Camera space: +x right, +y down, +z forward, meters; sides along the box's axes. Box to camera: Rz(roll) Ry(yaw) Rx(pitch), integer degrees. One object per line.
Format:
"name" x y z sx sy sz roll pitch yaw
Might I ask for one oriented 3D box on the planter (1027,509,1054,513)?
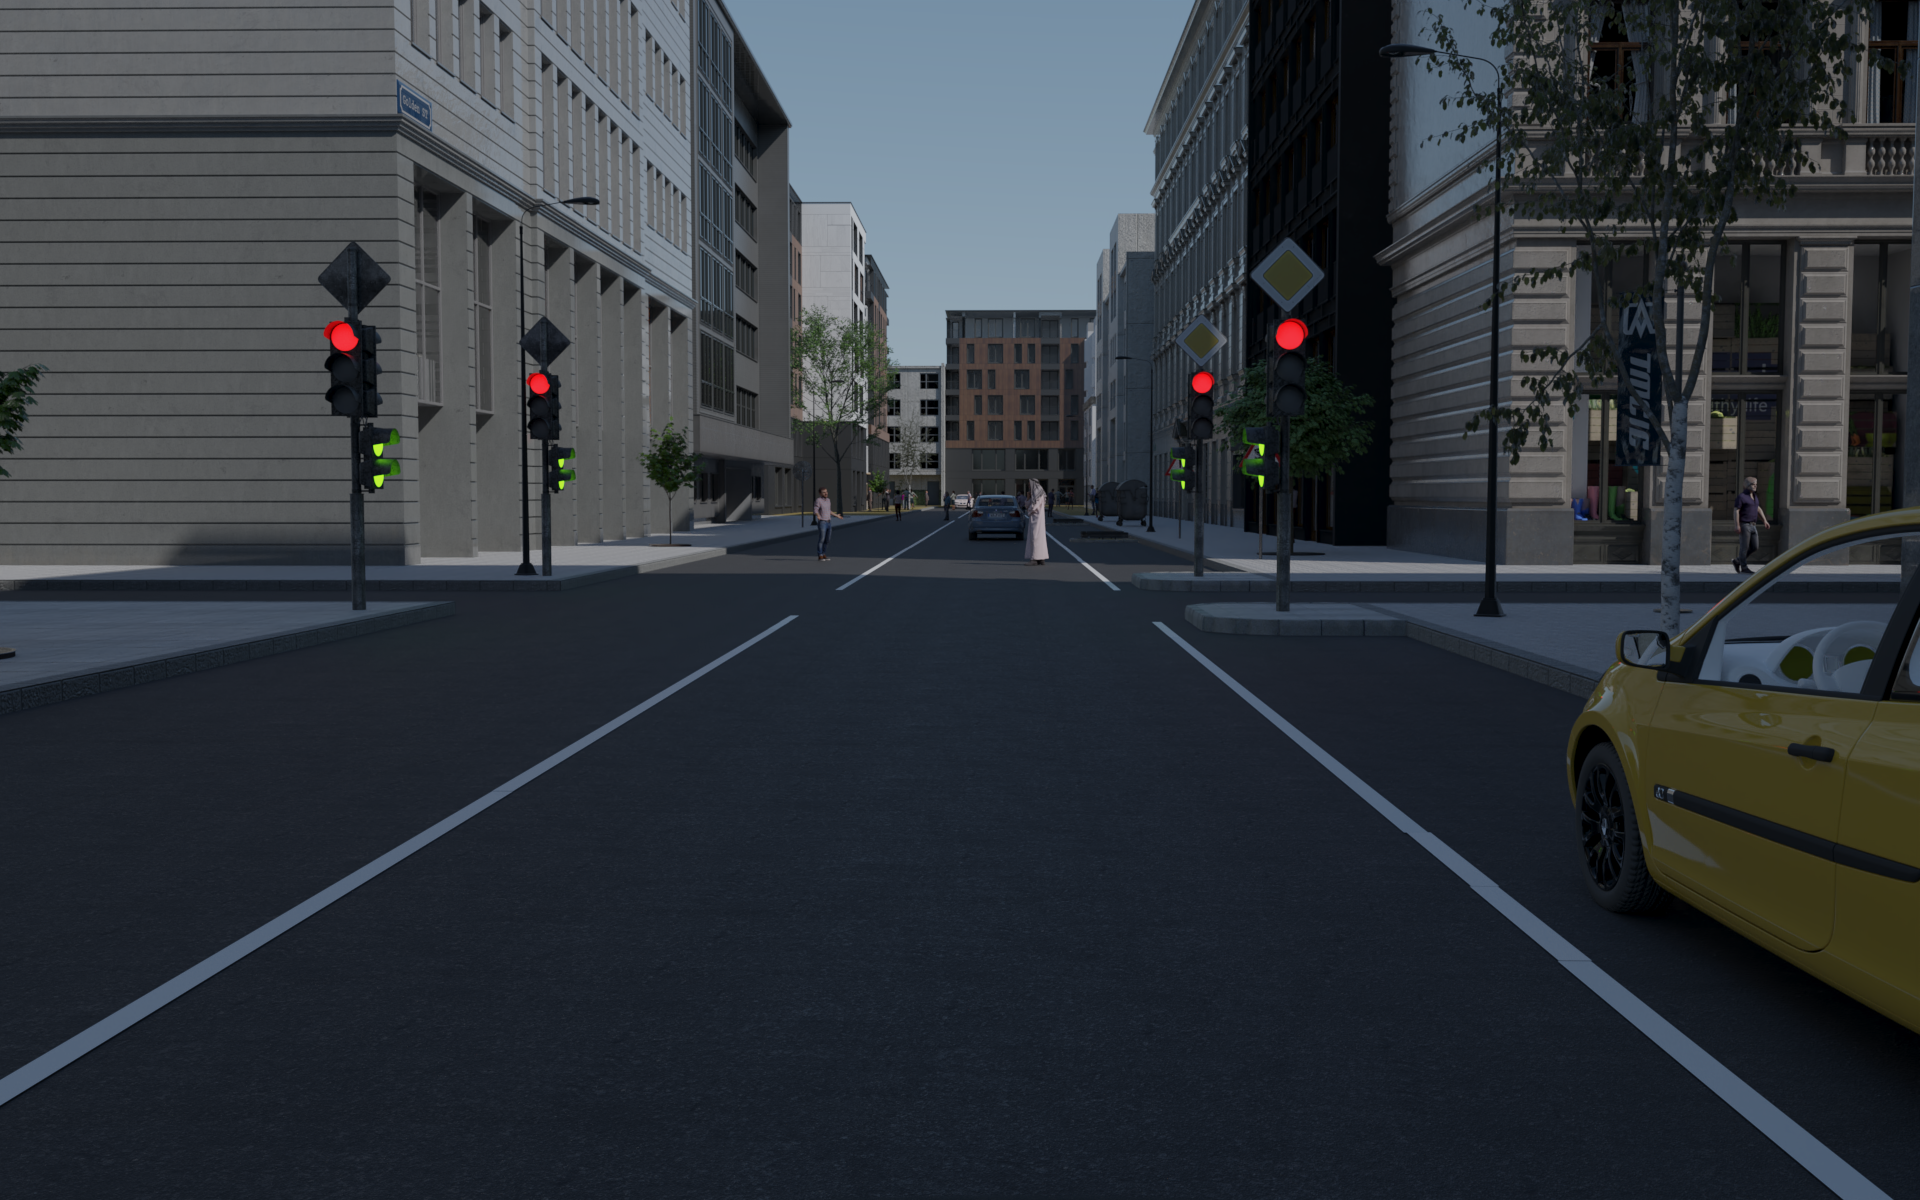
"planter" 6.003 -6.583 128.764 1.991 0.319 1.994 0 4 1

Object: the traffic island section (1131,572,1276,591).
"traffic island section" 3.737 -0.286 26.957 2.009 0.180 2.903 0 4 1

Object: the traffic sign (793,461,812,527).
"traffic sign" -6.061 -4.069 66.634 0.768 2.556 0.104 0 4 5

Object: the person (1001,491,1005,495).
"person" 2.141 -4.727 87.738 0.963 1.587 0.435 -3 4 -38

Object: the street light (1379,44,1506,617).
"street light" 5.027 -2.782 18.034 1.470 5.913 1.316 0 4 1

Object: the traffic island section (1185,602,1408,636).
"traffic island section" 3.559 0.202 18.974 2.009 0.180 2.903 0 4 1

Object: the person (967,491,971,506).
"person" 0.765 -9.043 157.283 0.436 1.711 0.756 -1 4 -10

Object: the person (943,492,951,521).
"person" -0.692 -5.069 93.589 0.429 1.552 0.499 0 4 3

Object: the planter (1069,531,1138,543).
"planter" 4.292 -1.889 52.031 1.991 0.319 1.994 0 4 1

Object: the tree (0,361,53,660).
"tree" -7.805 -1.147 13.361 1.663 3.219 1.824 0 3 0

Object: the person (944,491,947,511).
"person" -1.156 -8.245 144.245 0.436 1.711 0.756 0 4 5

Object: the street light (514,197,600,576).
"street light" -6.324 -3.344 27.223 1.470 5.913 1.316 0 4 1

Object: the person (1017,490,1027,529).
"person" 2.556 -3.758 71.899 0.963 1.587 0.435 -3 5 -41

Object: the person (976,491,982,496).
"person" 1.949 -9.989 172.617 0.742 1.727 0.445 -3 5 -44

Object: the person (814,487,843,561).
"person" -2.914 -1.635 37.197 0.435 1.587 0.963 2 4 25

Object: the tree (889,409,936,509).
"tree" -4.211 -12.014 146.793 4.360 8.622 3.978 0 3 0

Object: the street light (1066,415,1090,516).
"street light" 6.914 -7.903 101.758 1.470 5.913 1.316 0 4 1

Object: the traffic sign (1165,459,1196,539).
"traffic sign" 6.333 -3.048 49.835 0.884 2.594 0.081 0 4 8

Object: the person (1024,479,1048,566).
"person" 1.504 -1.571 34.862 0.621 1.740 0.551 -2 4 -24

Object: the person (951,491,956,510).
"person" -0.658 -8.761 152.528 0.721 1.735 1.217 2 4 32

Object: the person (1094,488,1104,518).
"person" 7.601 -5.290 94.396 0.647 1.594 0.662 2 4 34

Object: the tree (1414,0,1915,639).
"tree" 5.768 -3.891 13.982 4.360 8.622 3.978 0 3 0

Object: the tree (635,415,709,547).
"tree" -6.967 -2.923 42.399 1.663 3.219 1.824 0 3 0

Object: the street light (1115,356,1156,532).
"street light" 5.908 -5.249 58.362 1.470 5.913 1.316 0 4 1

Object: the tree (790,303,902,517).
"tree" -6.784 -10.372 95.344 9.928 11.665 9.643 0 3 0

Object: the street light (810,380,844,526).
"street light" -5.397 -5.988 70.438 1.470 5.913 1.316 0 4 1

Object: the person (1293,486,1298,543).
"person" 8.582 -2.314 45.329 0.517 1.644 0.566 1 4 18

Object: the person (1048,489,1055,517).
"person" 5.692 -6.009 107.197 0.568 1.767 0.683 -3 5 -43

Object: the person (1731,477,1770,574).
"person" 12.628 -1.193 27.750 0.569 1.553 0.471 0 4 4

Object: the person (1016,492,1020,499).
"person" 3.035 -4.924 91.210 0.569 1.553 0.471 3 5 44

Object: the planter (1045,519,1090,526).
"planter" 4.896 -3.537 78.967 1.991 0.319 1.994 0 4 1

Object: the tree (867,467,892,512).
"tree" -5.958 -7.978 125.044 1.663 3.219 1.824 0 3 0

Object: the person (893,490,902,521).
"person" -3.345 -5.065 92.766 0.517 1.644 0.566 1 4 20

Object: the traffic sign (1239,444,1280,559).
"traffic sign" 5.907 -2.078 33.972 0.884 2.594 0.081 0 4 2

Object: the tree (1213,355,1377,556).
"tree" 6.978 -3.239 36.679 4.285 4.588 4.351 0 3 0
